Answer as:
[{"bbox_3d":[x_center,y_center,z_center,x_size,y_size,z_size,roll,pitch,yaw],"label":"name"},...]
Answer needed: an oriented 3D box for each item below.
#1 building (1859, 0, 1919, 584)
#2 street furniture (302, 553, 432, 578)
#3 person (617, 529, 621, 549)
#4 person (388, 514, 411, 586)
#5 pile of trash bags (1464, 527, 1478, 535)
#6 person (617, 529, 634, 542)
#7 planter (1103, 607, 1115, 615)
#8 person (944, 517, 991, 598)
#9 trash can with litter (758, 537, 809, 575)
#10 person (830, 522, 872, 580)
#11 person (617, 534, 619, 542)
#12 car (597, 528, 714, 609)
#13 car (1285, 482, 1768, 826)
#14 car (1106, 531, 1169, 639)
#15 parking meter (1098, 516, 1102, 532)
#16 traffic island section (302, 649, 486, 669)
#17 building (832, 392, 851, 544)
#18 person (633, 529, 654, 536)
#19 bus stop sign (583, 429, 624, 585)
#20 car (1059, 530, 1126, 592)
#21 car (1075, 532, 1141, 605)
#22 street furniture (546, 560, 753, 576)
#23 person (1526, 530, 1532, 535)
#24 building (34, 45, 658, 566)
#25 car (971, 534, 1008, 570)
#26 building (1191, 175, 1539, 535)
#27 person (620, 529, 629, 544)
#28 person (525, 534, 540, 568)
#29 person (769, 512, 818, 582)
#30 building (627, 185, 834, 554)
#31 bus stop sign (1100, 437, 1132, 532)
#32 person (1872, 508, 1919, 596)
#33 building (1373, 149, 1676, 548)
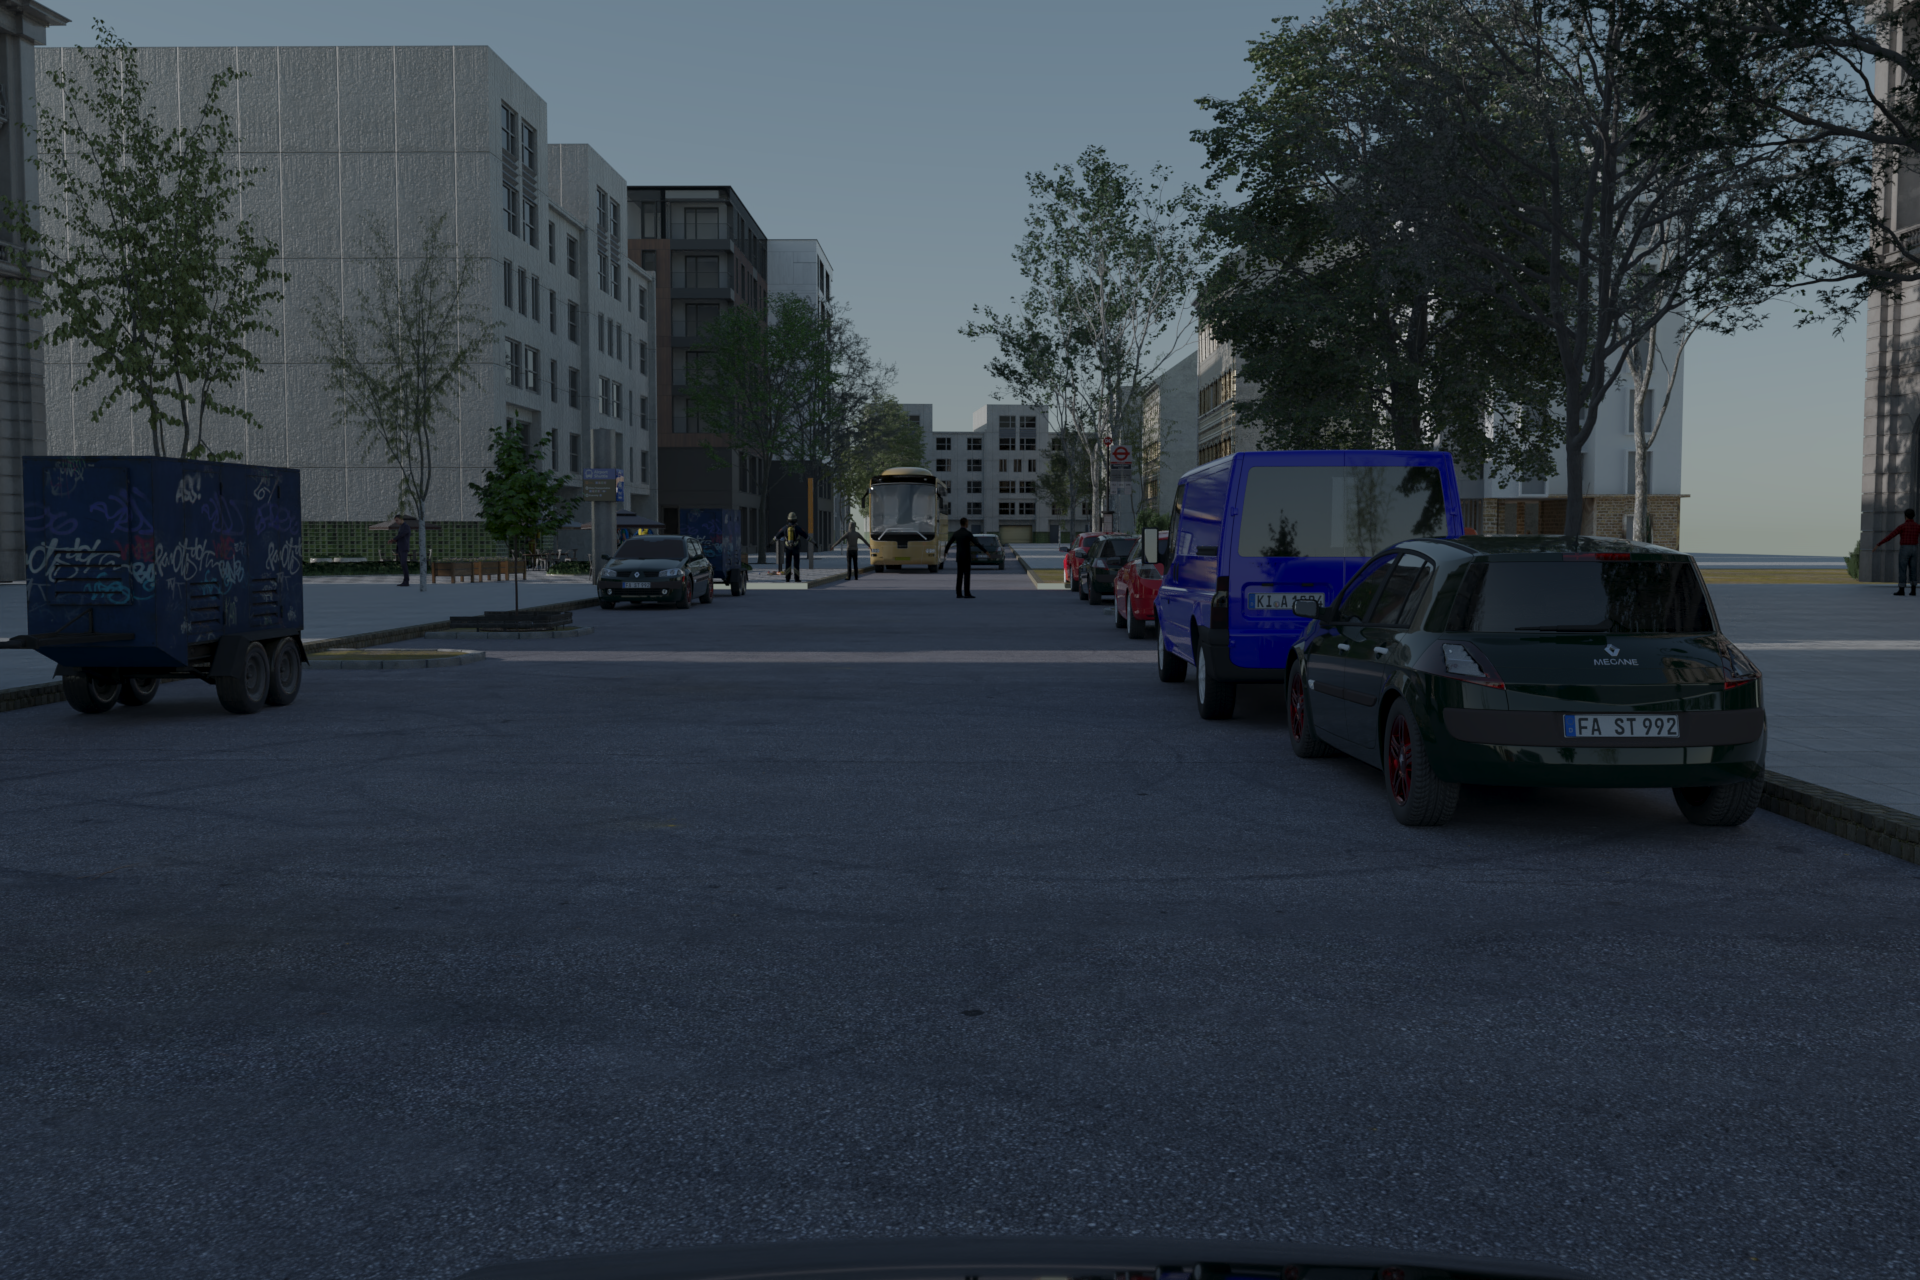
[{"bbox_3d":[27.709,-11.604,30.377,13.314,22.015,24.055,0,4,2],"label":"building"},{"bbox_3d":[-20.948,-2.244,52.322,5.734,0.657,10.072,3,5,42],"label":"street furniture"},{"bbox_3d":[-16.033,-4.614,81.582,0.704,1.843,1.345,2,4,25],"label":"person"},{"bbox_3d":[-13.761,-2.203,42.505,0.568,1.767,0.683,-3,4,-38],"label":"person"},{"bbox_3d":[6.635,-0.733,21.739,1.912,1.369,3.447,0,4,1],"label":"pile of trash bags"},{"bbox_3d":[-15.177,-4.449,79.016,1.348,1.796,0.705,3,5,44],"label":"person"},{"bbox_3d":[3.588,-0.612,31.151,1.991,0.319,1.994,0,4,2],"label":"planter"},{"bbox_3d":[0.106,-1.834,38.673,1.346,1.802,0.704,3,5,41],"label":"person"},{"bbox_3d":[-5.522,-2.669,54.694,1.678,1.210,2.233,0,4,1],"label":"trash can with litter"},{"bbox_3d":[-3.360,-2.768,53.842,1.348,1.813,0.705,-1,4,-21],"label":"person"},{"bbox_3d":[-15.638,-4.360,77.466,1.347,1.806,0.705,3,5,40],"label":"person"},{"bbox_3d":[-5.996,-1.502,34.347,2.009,1.686,4.222,0,4,1],"label":"car"},{"bbox_3d":[3.002,-0.006,9.886,2.009,1.686,4.222,0,3,0],"label":"car"},{"bbox_3d":[3.225,-0.984,25.123,2.155,1.783,4.494,0,4,2],"label":"car"},{"bbox_3d":[4.790,-3.168,57.507,0.399,1.863,0.255,0,4,-1],"label":"parking meter"},{"bbox_3d":[-6.428,0.216,19.342,1.991,0.108,1.994,0,4,1],"label":"traffic island section"},{"bbox_3d":[-23.351,-21.398,216.317,16.747,18.905,31.486,0,4,1],"label":"building"},{"bbox_3d":[-11.376,-3.443,62.257,1.349,1.833,0.705,2,4,27],"label":"person"},{"bbox_3d":[-8.983,-3.344,43.685,0.837,3.901,0.837,0,4,2],"label":"bus stop sign"},{"bbox_3d":[3.648,-2.172,44.557,2.155,1.783,4.494,0,3,0],"label":"car"},{"bbox_3d":[3.450,-1.625,36.361,2.009,1.686,4.222,0,4,0],"label":"car"},{"bbox_3d":[-9.833,-2.470,56.013,5.734,0.657,10.072,0,4,6],"label":"street furniture"},{"bbox_3d":[21.351,-3.427,65.291,0.991,1.433,0.599,-3,5,-39],"label":"person"},{"bbox_3d":[-25.168,-12.994,78.910,16.747,18.905,31.486,0,4,1],"label":"building"},{"bbox_3d":[0.965,-3.711,70.457,2.009,1.686,4.222,0,4,2],"label":"car"},{"bbox_3d":[24.600,-16.718,104.273,19.493,23.208,18.063,0,4,2],"label":"building"},{"bbox_3d":[-12.708,-3.649,65.796,0.704,1.817,1.347,-1,4,-10],"label":"person"},{"bbox_3d":[-16.129,-3.637,65.241,0.705,1.858,1.354,0,4,-3],"label":"person"},{"bbox_3d":[-4.462,-2.473,46.213,1.354,1.856,0.705,0,4,6],"label":"person"},{"bbox_3d":[-23.845,-16.772,118.190,27.936,21.610,32.646,0,4,0],"label":"building"},{"bbox_3d":[4.268,-3.593,47.449,0.855,3.939,0.416,0,4,0],"label":"bus stop sign"},{"bbox_3d":[19.708,-1.830,36.030,1.345,1.816,0.704,0,4,2],"label":"person"},{"bbox_3d":[27.293,-14.394,91.764,16.016,20.090,11.380,0,4,1],"label":"building"}]
